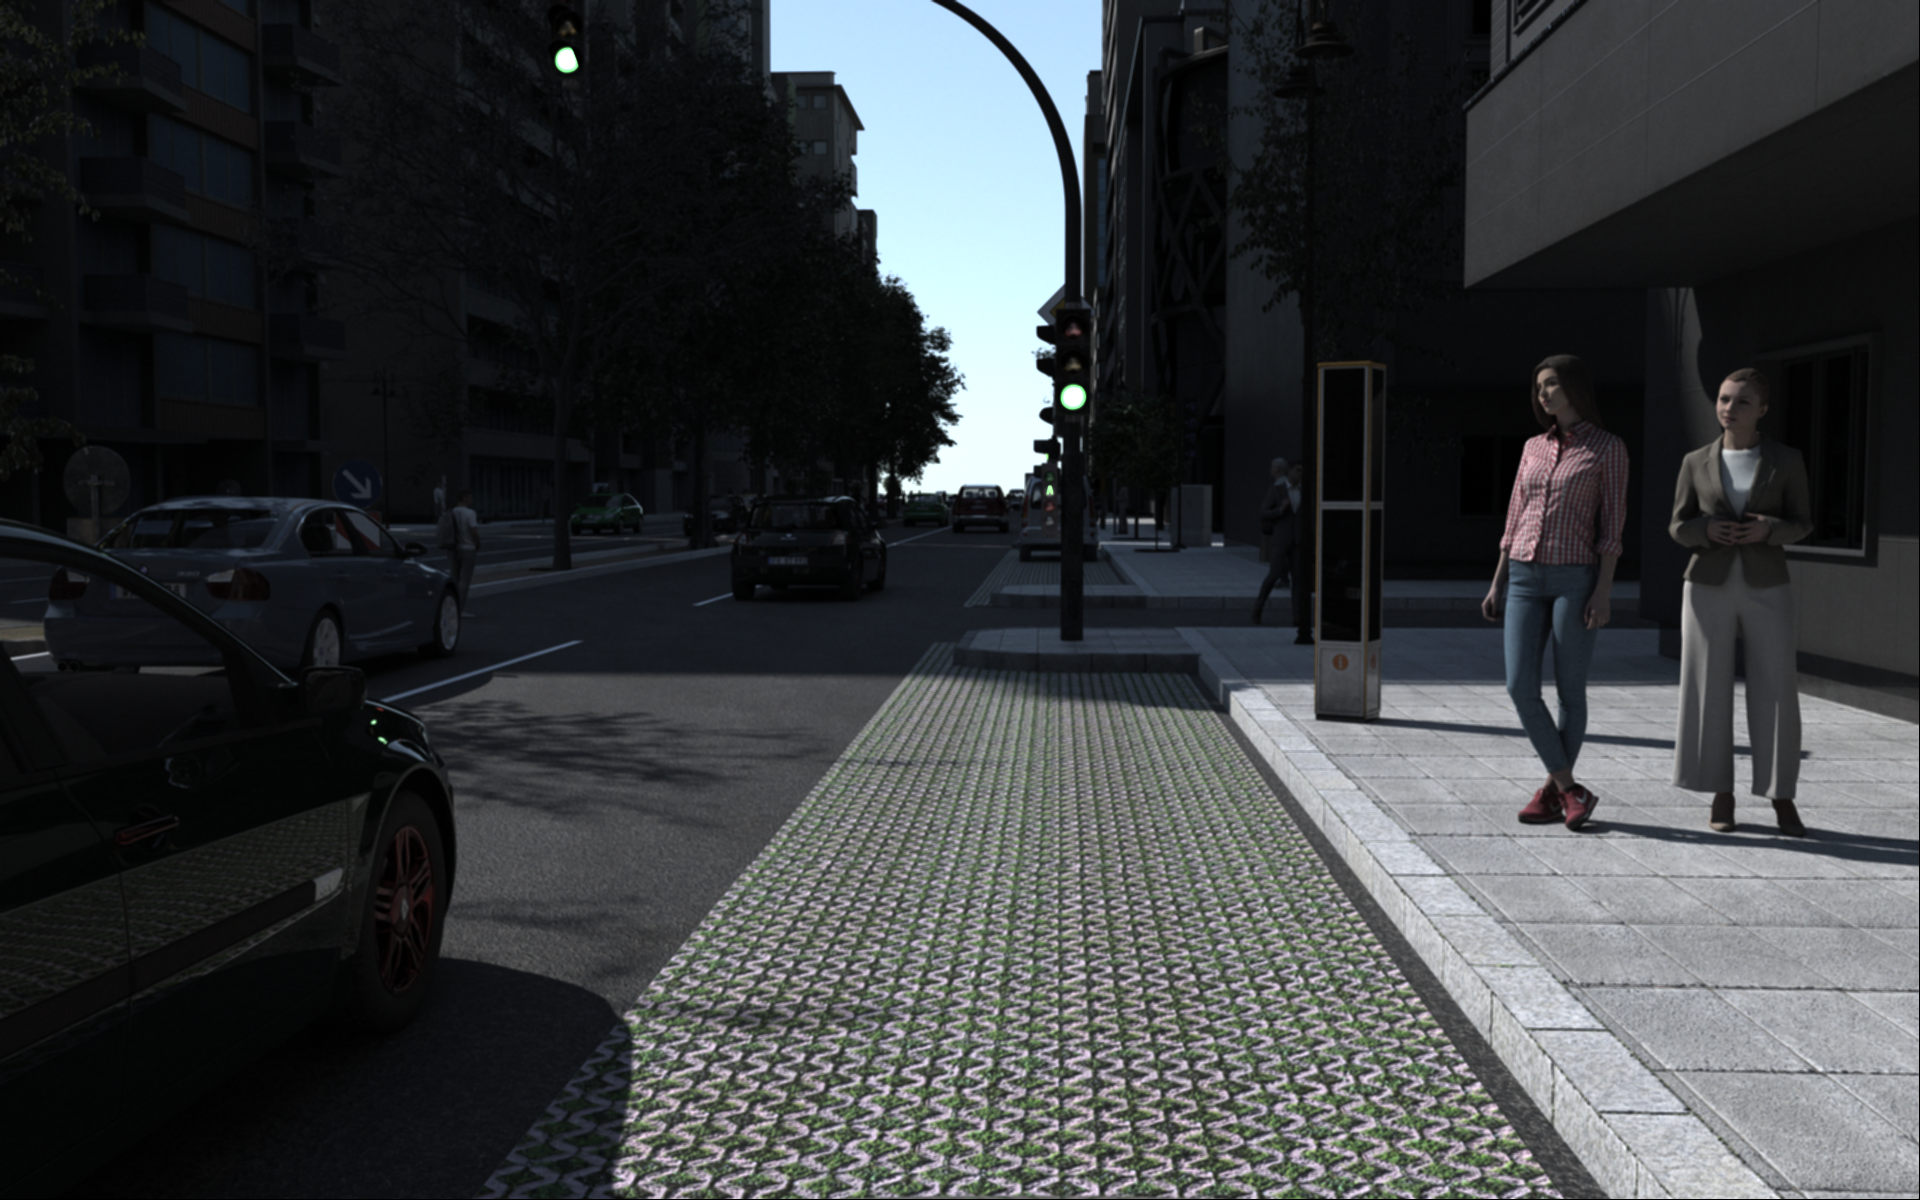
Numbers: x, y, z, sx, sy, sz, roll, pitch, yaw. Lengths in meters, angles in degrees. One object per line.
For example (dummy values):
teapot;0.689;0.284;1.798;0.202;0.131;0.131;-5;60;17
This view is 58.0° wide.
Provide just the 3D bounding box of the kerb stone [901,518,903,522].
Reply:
kerb stone;-3.149;-4.075;88.896;0.120;0.150;1.000;0;4;3

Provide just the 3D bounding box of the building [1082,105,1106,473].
building;21.134;-33.631;199.982;14.600;45.320;14.200;0;4;3

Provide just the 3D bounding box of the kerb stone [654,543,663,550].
kerb stone;-7.776;-1.335;44.018;0.120;0.150;1.000;0;4;3

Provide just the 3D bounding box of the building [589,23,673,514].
building;-26.447;-20.537;107.475;14.160;30.474;14.107;0;4;3

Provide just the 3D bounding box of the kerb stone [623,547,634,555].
kerb stone;-7.939;-1.146;40.931;0.120;0.150;1.000;0;4;3

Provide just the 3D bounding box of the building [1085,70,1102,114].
building;27.983;-42.800;241.776;21.231;58.520;28.212;0;4;3

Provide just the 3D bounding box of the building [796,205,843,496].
building;-29.870;-30.856;196.377;32.217;40.220;23.993;0;4;3

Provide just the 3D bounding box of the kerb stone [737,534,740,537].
kerb stone;-7.146;-2.017;55.266;0.120;0.150;1.000;0;4;3

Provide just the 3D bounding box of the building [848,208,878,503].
building;-19.228;-34.170;242.272;14.154;41.232;14.086;0;4;3

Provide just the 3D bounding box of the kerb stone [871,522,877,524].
kerb stone;-3.788;-3.391;77.635;0.120;0.150;1.000;0;4;3

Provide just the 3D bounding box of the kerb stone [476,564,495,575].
kerb stone;-8.512;-0.520;30.702;0.120;0.150;1.000;0;4;3

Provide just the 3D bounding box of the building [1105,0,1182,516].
building;20.305;-29.787;110.726;21.300;48.544;21.600;0;4;3

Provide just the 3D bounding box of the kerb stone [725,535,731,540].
kerb stone;-7.260;-1.897;53.218;0.120;0.150;1.000;0;4;3

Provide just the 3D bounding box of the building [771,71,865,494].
building;-27.657;-38.677;221.607;28.713;52.752;27.495;0;4;3

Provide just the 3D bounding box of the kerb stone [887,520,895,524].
kerb stone;-3.389;-3.829;84.796;0.120;0.150;1.000;0;4;3

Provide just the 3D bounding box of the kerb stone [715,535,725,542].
kerb stone;-7.312;-1.835;52.198;0.120;0.150;1.000;0;4;3

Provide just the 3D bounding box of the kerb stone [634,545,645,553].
kerb stone;-7.879;-1.209;41.961;0.120;0.150;1.000;0;4;3

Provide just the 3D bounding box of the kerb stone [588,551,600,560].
kerb stone;-8.117;-0.956;37.858;0.120;0.150;1.000;0;4;3

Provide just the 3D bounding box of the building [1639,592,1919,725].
building;10.212;-12.678;0.800;14.314;27.812;24.014;0;4;3

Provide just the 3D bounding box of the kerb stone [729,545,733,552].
kerb stone;-5.731;-1.259;42.822;0.120;0.150;1.000;0;4;3

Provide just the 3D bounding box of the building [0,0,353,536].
building;-31.722;-24.185;50.045;22.147;44.769;28.867;0;4;3

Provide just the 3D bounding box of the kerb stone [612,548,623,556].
kerb stone;-8.000;-1.077;39.906;0.120;0.150;1.000;0;4;3

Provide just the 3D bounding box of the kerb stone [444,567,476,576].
kerb stone;-8.574;-0.458;29.681;0.120;0.150;1.000;0;4;3

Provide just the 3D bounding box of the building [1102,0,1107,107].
building;25.909;-47.595;216.424;20.563;71.187;20.611;0;4;3

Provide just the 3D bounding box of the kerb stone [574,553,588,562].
kerb stone;-8.171;-0.896;36.838;0.120;0.150;1.000;0;4;3

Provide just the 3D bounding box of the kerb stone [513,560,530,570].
kerb stone;-8.398;-0.644;32.743;0.120;0.150;1.000;0;4;3

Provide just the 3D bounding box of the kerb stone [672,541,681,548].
kerb stone;-7.651;-1.460;46.067;0.120;0.150;1.000;0;4;3

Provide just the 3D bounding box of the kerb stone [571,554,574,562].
kerb stone;-8.227;-0.833;35.815;0.120;0.150;1.000;0;4;3

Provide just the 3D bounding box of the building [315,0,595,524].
building;-31.127;-28.099;83.120;21.300;48.544;21.600;0;4;3

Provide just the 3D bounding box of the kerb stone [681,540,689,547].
kerb stone;-7.594;-1.522;47.088;0.120;0.150;1.000;0;4;3

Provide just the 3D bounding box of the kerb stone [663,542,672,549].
kerb stone;-7.714;-1.396;45.038;0.120;0.150;1.000;0;4;3

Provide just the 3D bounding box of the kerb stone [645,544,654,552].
kerb stone;-7.821;-1.271;42.981;0.120;0.150;1.000;0;4;3

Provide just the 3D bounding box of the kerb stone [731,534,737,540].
kerb stone;-7.201;-1.960;54.243;0.120;0.150;1.000;0;4;3

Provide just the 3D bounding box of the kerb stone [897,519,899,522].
kerb stone;-3.269;-3.950;86.852;0.120;0.150;1.000;0;4;3

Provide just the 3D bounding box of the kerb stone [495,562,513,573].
kerb stone;-8.456;-0.579;31.723;0.120;0.150;1.000;0;4;3

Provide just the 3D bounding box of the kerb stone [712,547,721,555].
kerb stone;-5.853;-1.135;40.781;0.120;0.150;1.000;0;4;3

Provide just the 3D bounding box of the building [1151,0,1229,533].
building;14.967;-11.741;59.414;16.820;18.784;16.811;0;4;3

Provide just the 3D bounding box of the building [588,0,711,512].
building;-25.714;-26.804;121.832;14.154;41.232;14.086;0;4;3

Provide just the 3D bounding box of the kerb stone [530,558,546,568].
kerb stone;-8.337;-0.708;33.763;0.120;0.150;1.000;0;4;3

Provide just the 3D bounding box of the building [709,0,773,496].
building;-28.244;-36.733;142.588;21.231;58.520;28.212;0;4;3

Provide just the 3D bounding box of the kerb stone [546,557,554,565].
kerb stone;-8.281;-0.770;34.792;0.120;0.150;1.000;0;4;3

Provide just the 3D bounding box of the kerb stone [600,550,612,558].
kerb stone;-8.060;-1.021;38.885;0.120;0.150;1.000;0;4;3

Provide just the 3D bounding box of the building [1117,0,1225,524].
building;15.099;-16.122;82.654;14.314;24.678;30.058;0;4;3

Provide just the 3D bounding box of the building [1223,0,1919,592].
building;17.284;-14.446;29.697;24.014;27.812;14.314;0;4;3

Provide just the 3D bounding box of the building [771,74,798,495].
building;-23.453;-29.382;163.991;14.154;41.232;14.086;0;4;3

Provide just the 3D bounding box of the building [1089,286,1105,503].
building;25.936;-19.141;158.002;27.650;21.520;28.899;0;4;3

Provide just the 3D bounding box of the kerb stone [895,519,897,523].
kerb stone;-3.328;-3.891;85.823;0.120;0.150;1.000;0;4;3

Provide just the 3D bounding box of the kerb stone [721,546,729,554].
kerb stone;-5.787;-1.195;41.801;0.120;0.150;1.000;0;4;3

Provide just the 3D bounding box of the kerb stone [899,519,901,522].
kerb stone;-3.212;-4.017;87.872;0.120;0.150;1.000;0;4;3
